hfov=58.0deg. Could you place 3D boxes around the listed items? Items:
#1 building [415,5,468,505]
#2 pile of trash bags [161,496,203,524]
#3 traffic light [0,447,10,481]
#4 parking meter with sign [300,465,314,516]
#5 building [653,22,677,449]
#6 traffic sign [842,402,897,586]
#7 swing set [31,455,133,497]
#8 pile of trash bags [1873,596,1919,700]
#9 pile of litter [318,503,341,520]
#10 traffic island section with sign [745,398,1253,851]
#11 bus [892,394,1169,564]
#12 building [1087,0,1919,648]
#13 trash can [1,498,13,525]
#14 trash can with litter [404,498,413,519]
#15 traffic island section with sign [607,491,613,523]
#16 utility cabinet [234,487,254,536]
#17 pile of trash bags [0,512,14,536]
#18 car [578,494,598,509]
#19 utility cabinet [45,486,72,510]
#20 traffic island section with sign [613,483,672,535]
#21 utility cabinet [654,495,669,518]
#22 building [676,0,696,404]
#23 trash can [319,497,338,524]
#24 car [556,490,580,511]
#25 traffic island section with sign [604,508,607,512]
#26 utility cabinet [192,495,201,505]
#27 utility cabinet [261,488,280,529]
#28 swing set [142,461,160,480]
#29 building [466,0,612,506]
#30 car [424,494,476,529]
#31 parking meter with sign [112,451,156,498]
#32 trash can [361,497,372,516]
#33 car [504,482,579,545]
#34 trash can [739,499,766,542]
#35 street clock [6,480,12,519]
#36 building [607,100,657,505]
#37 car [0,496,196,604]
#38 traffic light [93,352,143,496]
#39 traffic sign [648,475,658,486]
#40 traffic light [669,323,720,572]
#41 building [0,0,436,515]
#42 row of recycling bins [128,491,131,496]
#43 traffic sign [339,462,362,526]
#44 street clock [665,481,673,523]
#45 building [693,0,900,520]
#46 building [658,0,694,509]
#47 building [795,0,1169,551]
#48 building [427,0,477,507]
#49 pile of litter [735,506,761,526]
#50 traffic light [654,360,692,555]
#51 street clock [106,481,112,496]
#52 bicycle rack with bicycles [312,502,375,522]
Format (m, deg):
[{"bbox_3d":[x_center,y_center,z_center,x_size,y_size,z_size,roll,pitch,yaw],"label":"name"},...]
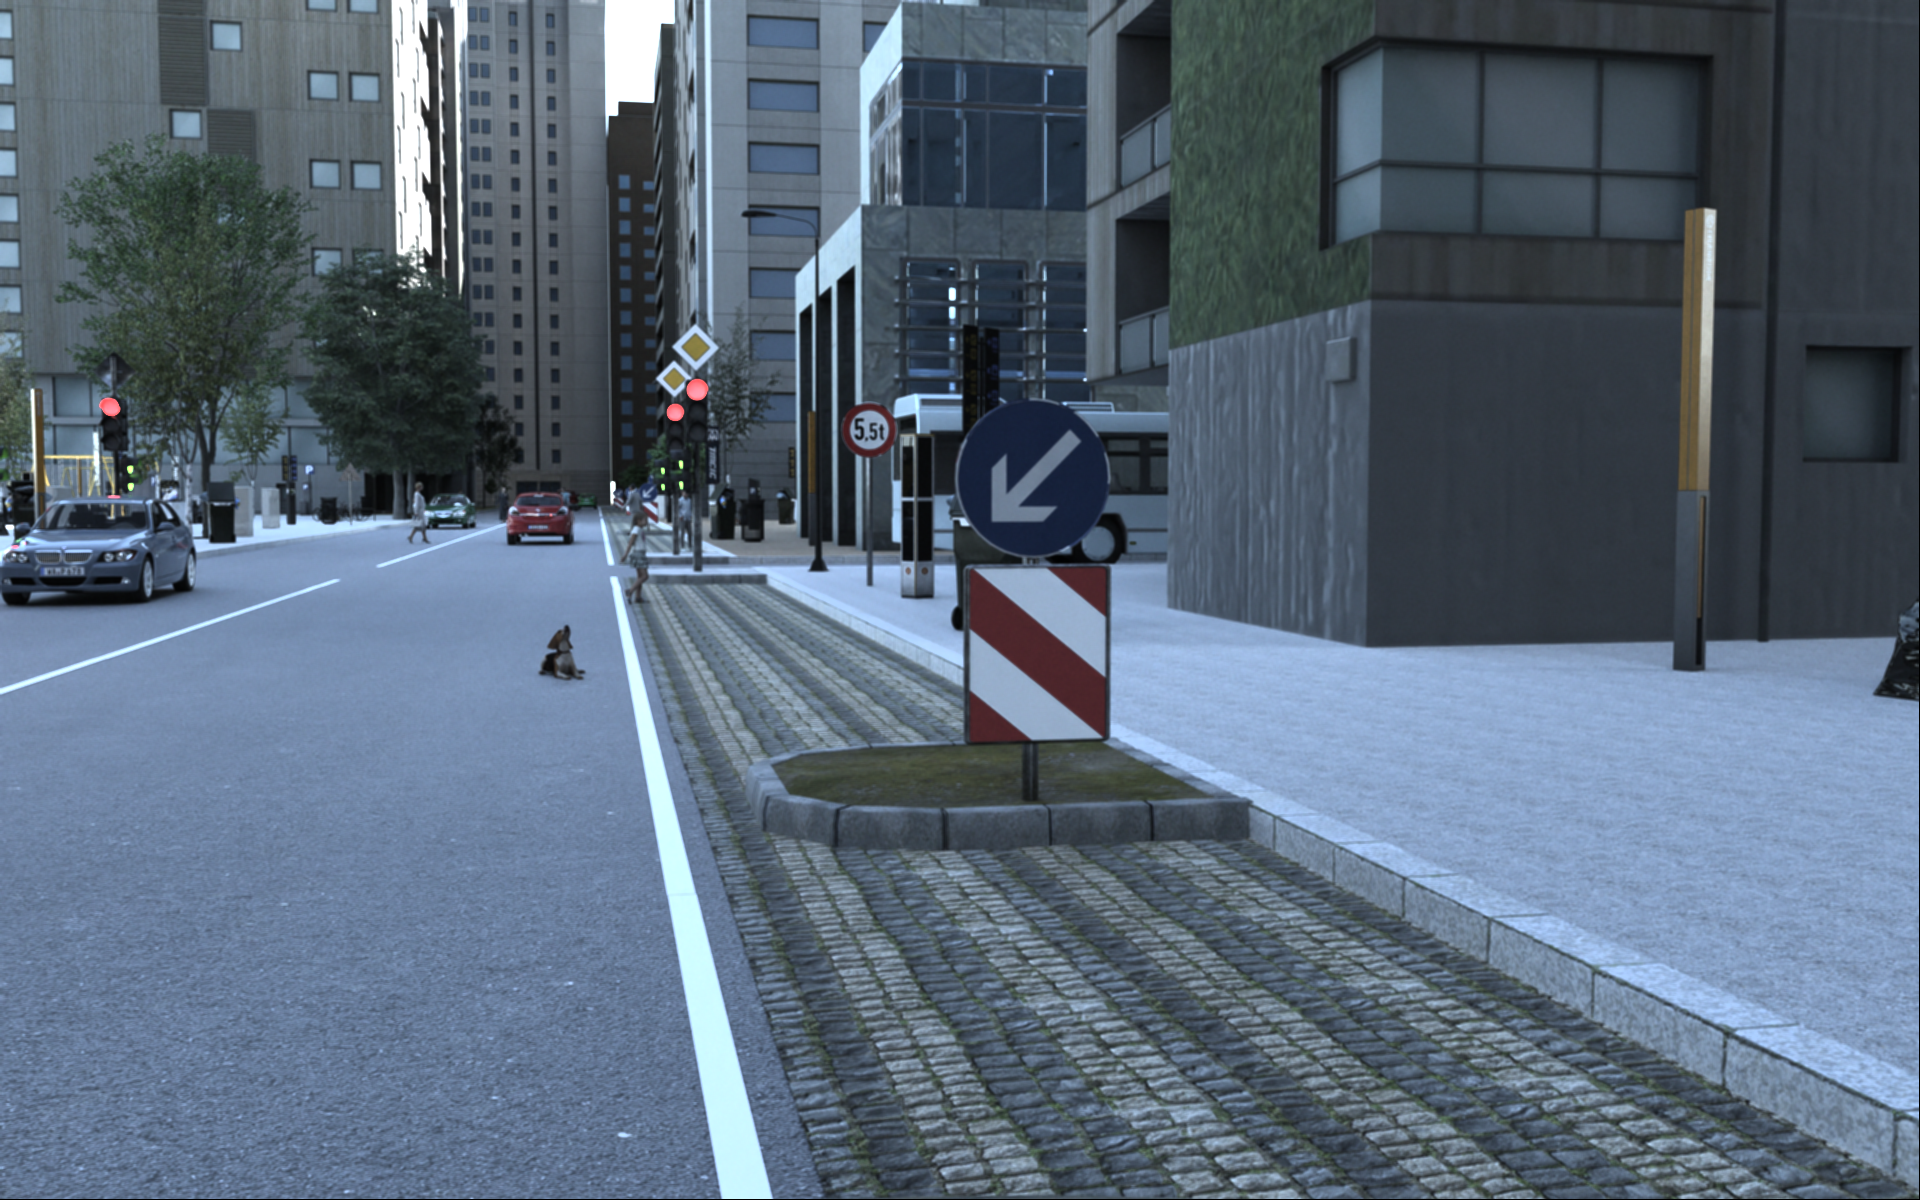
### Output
[{"bbox_3d":[-47.957,-27.920,140.092,14.154,41.232,14.086,-1,4,-12],"label":"building"},{"bbox_3d":[-33.574,-3.928,73.981,1.912,1.369,3.447,1,4,12],"label":"pile of trash bags"},{"bbox_3d":[-14.999,-2.291,26.381,0.839,4.253,0.868,-1,4,-12],"label":"traffic light"},{"bbox_3d":[-39.318,-6.602,104.207,0.543,3.016,1.738,0,4,-7],"label":"parking meter with sign"},{"bbox_3d":[-19.552,-33.688,174.498,21.300,48.544,21.600,-1,4,-12],"label":"building"},{"bbox_3d":[-1.259,-1.469,24.124,0.768,2.556,0.104,0,4,-2],"label":"traffic sign"},{"bbox_3d":[-37.202,-4.641,73.505,3.119,2.851,2.862,-1,4,-16],"label":"swing set"},{"bbox_3d":[7.632,-0.090,11.220,3.447,1.369,1.912,-2,4,-34],"label":"pile of trash bags"},{"bbox_3d":[-31.535,-4.454,86.787,1.176,0.858,1.719,1,4,12],"label":"pile of litter"},{"bbox_3d":[0.048,0.044,7.901,1.989,1.847,2.006,-1,4,-12],"label":"traffic island section with sign"},{"bbox_3d":[5.391,-2.406,34.198,13.247,3.499,2.948,-1,4,-13],"label":"bus"},{"bbox_3d":[8.851,-20.656,21.324,14.154,41.232,14.086,-1,4,-12],"label":"building"},{"bbox_3d":[-39.444,-3.689,71.967,0.748,1.137,0.748,0,3,0],"label":"trash can"},{"bbox_3d":[-28.350,-4.704,88.295,0.624,1.170,1.055,1,4,8],"label":"trash can with litter"},{"bbox_3d":[-16.656,-4.818,87.407,1.989,1.847,2.006,-1,4,-12],"label":"traffic island section with sign"},{"bbox_3d":[-21.759,-2.633,51.735,1.173,1.500,0.318,0,4,4],"label":"utility cabinet"},{"bbox_3d":[-30.211,-2.673,53.464,1.912,1.369,3.447,1,4,21],"label":"pile of trash bags"},{"bbox_3d":[-35.070,-9.428,162.939,1.959,1.807,4.718,-1,4,-11],"label":"car"},{"bbox_3d":[-25.249,-2.438,48.534,0.318,1.500,1.173,0,4,-4],"label":"utility cabinet"},{"bbox_3d":[-11.051,-3.187,60.729,1.989,1.847,2.006,-1,4,-12],"label":"traffic island section with sign"},{"bbox_3d":[-16.012,-4.998,92.886,1.020,1.237,0.306,3,5,45],"label":"utility cabinet"},{"bbox_3d":[-7.156,-33.107,130.538,28.713,52.752,27.495,-1,4,-12],"label":"building"},{"bbox_3d":[-26.700,-3.770,73.289,0.748,1.137,0.748,0,3,0],"label":"trash can"},{"bbox_3d":[-33.650,-8.518,147.935,2.281,1.827,5.304,-1,4,-11],"label":"car"},{"bbox_3d":[-26.883,-7.800,136.150,1.989,1.847,2.006,-1,4,-12],"label":"traffic island section with sign"},{"bbox_3d":[-43.818,-5.445,100.192,1.020,1.237,0.306,-1,4,-16],"label":"utility cabinet"},{"bbox_3d":[-25.426,-3.379,63.927,0.318,1.500,1.173,0,4,-4],"label":"utility cabinet"},{"bbox_3d":[-39.843,-5.188,82.445,3.119,2.851,2.862,-3,5,-42],"label":"swing set"},{"bbox_3d":[-55.080,-40.279,200.554,28.212,58.520,21.231,-1,4,-12],"label":"building"},{"bbox_3d":[-21.364,-3.715,72.539,2.131,1.459,4.920,-1,4,-10],"label":"car"},{"bbox_3d":[-27.317,-3.772,57.931,1.738,3.016,0.543,0,4,-2],"label":"parking meter with sign"},{"bbox_3d":[-34.313,-5.413,100.154,0.748,1.137,0.748,0,3,0],"label":"trash can"},{"bbox_3d":[-12.211,-2.536,50.512,2.155,1.783,4.494,-1,4,-11],"label":"car"},{"bbox_3d":[-5.555,-2.125,46.396,0.748,1.137,0.748,0,3,0],"label":"trash can"},{"bbox_3d":[-49.455,-5.245,90.318,0.471,2.002,0.358,2,4,23],"label":"street clock"},{"bbox_3d":[-33.540,-33.728,201.558,14.200,45.320,14.600,-1,4,-12],"label":"building"},{"bbox_3d":[-11.925,-0.745,24.189,2.014,1.417,4.499,-1,4,-13],"label":"car"},{"bbox_3d":[-16.639,-2.769,34.196,0.839,4.253,0.868,-1,4,-12],"label":"traffic light"},{"bbox_3d":[-18.407,-6.377,104.375,0.768,2.556,0.104,0,4,-3],"label":"traffic sign"},{"bbox_3d":[-4.371,-2.428,28.620,0.839,4.253,0.868,-1,4,-12],"label":"traffic light"},{"bbox_3d":[-50.964,-32.314,117.577,28.713,52.752,27.495,-1,4,-12],"label":"building"},{"bbox_3d":[-40.716,-4.847,86.358,1.069,1.692,3.534,-1,4,-17],"label":"row of recycling bins"},{"bbox_3d":[-24.604,-4.276,69.917,0.884,2.594,0.081,0,4,-7],"label":"traffic sign"},{"bbox_3d":[-12.956,-4.443,77.217,0.358,2.002,0.471,-2,4,-31],"label":"street clock"},{"bbox_3d":[-4.528,-34.018,98.193,21.231,58.520,28.212,-1,4,-12],"label":"building"},{"bbox_3d":[-16.639,-43.707,152.857,20.563,71.187,20.611,-1,4,-12],"label":"building"},{"bbox_3d":[10.690,-45.116,50.325,31.000,86.520,22.319,-1,4,-12],"label":"building"},{"bbox_3d":[-58.392,-44.528,166.289,20.611,71.187,20.563,-1,4,-12],"label":"building"},{"bbox_3d":[-8.921,-3.462,70.562,1.719,0.858,1.176,-1,4,-13],"label":"pile of litter"},{"bbox_3d":[-6.012,-2.906,36.436,0.839,4.253,0.868,-1,4,-12],"label":"traffic light"},{"bbox_3d":[-47.972,-5.691,97.617,0.358,2.002,0.471,-2,4,-27],"label":"street clock"},{"bbox_3d":[-28.872,-4.143,81.125,2.925,0.926,2.852,-3,5,-43],"label":"bicycle rack with bicycles"}]
